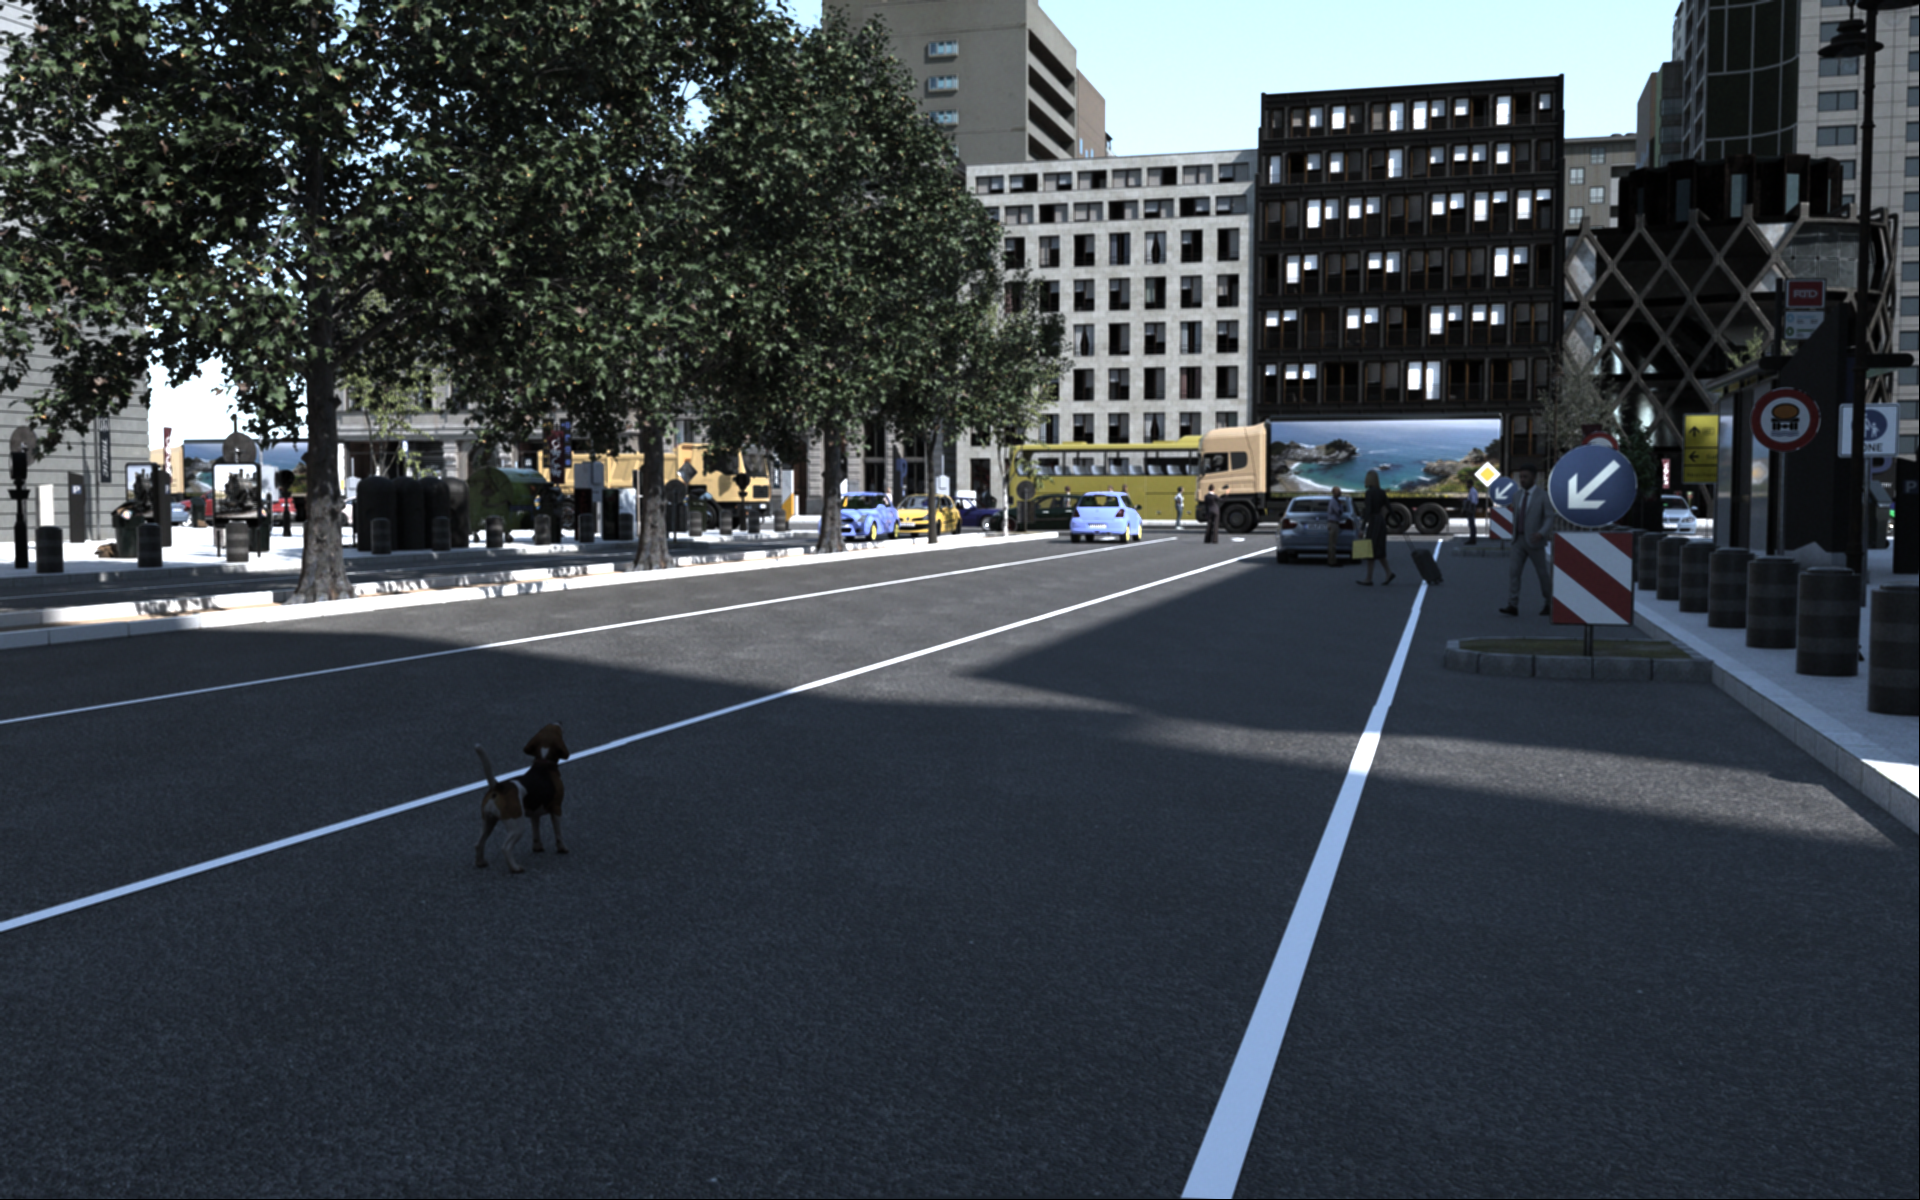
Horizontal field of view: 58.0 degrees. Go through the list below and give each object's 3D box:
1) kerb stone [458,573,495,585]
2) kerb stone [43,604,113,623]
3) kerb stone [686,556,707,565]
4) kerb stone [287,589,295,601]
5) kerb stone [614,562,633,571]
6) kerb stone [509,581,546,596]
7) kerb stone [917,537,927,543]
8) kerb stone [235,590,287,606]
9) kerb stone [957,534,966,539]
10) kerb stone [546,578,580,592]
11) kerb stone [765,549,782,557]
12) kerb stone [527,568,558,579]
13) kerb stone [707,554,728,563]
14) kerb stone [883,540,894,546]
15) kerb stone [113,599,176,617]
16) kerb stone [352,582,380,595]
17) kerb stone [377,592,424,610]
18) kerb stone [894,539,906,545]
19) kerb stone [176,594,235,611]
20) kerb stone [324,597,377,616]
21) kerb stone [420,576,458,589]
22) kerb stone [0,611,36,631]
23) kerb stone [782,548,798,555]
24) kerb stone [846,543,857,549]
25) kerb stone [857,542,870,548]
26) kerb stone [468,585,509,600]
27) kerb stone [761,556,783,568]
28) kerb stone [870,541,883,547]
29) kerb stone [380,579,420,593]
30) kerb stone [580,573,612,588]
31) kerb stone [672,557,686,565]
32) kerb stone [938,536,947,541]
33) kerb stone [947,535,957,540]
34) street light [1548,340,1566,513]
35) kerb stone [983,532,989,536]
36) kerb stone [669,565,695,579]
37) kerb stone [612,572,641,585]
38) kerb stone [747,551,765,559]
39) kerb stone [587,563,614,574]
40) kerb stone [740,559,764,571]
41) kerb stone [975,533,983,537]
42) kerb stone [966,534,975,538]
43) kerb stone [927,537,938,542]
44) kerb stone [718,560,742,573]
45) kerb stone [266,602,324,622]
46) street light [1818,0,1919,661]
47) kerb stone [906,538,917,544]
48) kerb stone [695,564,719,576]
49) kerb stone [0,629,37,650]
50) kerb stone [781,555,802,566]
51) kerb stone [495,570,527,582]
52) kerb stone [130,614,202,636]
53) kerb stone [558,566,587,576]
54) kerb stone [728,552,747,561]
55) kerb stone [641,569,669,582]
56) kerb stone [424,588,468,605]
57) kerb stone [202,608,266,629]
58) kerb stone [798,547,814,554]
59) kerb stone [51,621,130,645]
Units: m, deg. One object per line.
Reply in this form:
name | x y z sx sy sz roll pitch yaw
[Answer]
kerb stone | -7.730 -0.320 27.424 0.120 0.150 1.000 1 4 16
kerb stone | -10.006 0.163 19.530 0.120 0.150 1.000 1 4 16
kerb stone | -5.468 -0.804 35.333 0.120 0.150 1.000 1 4 16
kerb stone | -8.869 -0.078 23.478 0.120 0.150 1.000 1 4 16
kerb stone | -6.322 -0.621 32.367 0.120 0.150 1.000 1 4 16
kerb stone | -6.292 -0.159 24.861 0.120 0.150 1.000 1 4 16
kerb stone | -1.223 -1.710 50.148 0.120 0.150 1.000 1 4 16
kerb stone | -9.154 -0.018 22.493 0.120 0.150 1.000 1 4 16
kerb stone | -0.083 -1.951 54.099 0.120 0.150 1.000 1 4 16
kerb stone | -6.011 -0.224 25.854 0.120 0.150 1.000 1 4 16
kerb stone | -4.342 -1.041 39.281 0.120 0.150 1.000 1 4 16
kerb stone | -7.173 -0.440 29.398 0.120 0.150 1.000 1 4 16
kerb stone | -5.184 -0.863 36.318 0.120 0.150 1.000 1 4 16
kerb stone | -2.068 -1.528 47.184 0.120 0.150 1.000 1 4 16
kerb stone | -9.729 0.103 20.517 0.120 0.150 1.000 1 4 16
kerb stone | -8.585 -0.139 24.463 0.120 0.150 1.000 1 4 16
kerb stone | -7.144 0.021 21.894 0.120 0.150 1.000 1 4 16
kerb stone | -1.787 -1.589 48.171 0.120 0.150 1.000 1 4 16
kerb stone | -9.431 0.042 21.506 0.120 0.150 1.000 1 4 16
kerb stone | -7.421 0.080 20.894 0.120 0.150 1.000 1 4 16
kerb stone | -8.028 -0.253 26.439 0.120 0.150 1.000 1 4 16
kerb stone | -10.287 0.226 18.541 0.120 0.150 1.000 1 4 16
kerb stone | -4.058 -1.103 40.266 0.120 0.150 1.000 1 4 16
kerb stone | -2.916 -1.347 44.221 0.120 0.150 1.000 1 4 16
kerb stone | -2.636 -1.408 45.213 0.120 0.150 1.000 1 4 16
kerb stone | -6.570 -0.100 23.867 0.120 0.150 1.000 1 4 16
kerb stone | -3.733 -0.707 33.756 0.120 0.150 1.000 1 4 16
kerb stone | -2.349 -1.467 46.197 0.120 0.150 1.000 1 4 16
kerb stone | -8.310 -0.199 25.453 0.120 0.150 1.000 1 4 16
kerb stone | -5.719 -0.283 26.839 0.120 0.150 1.000 1 4 16
kerb stone | -5.754 -0.743 34.348 0.120 0.150 1.000 1 4 16
kerb stone | -0.655 -1.831 52.126 0.120 0.150 1.000 1 4 16
kerb stone | -0.365 -1.889 53.113 0.120 0.150 1.000 1 4 16
street light | 17.924 -4.854 52.156 0.468 5.910 1.993 1 4 16
kerb stone | 0.762 -2.130 57.064 0.120 0.150 1.000 1 4 16
kerb stone | -4.869 -0.464 29.802 0.120 0.150 1.000 1 4 16
kerb stone | -5.440 -0.344 27.826 0.120 0.150 1.000 1 4 16
kerb stone | -4.624 -0.982 38.291 0.120 0.150 1.000 1 4 16
kerb stone | -6.603 -0.557 31.382 0.120 0.150 1.000 1 4 16
kerb stone | -4.014 -0.643 32.770 0.120 0.150 1.000 1 4 16
kerb stone | 0.482 -2.072 56.076 0.120 0.150 1.000 1 4 16
kerb stone | 0.200 -2.008 55.090 0.120 0.150 1.000 1 4 16
kerb stone | -0.936 -1.770 51.140 0.120 0.150 1.000 1 4 16
kerb stone | -4.297 -0.586 31.780 0.120 0.150 1.000 1 4 16
kerb stone | -7.703 0.146 19.909 0.120 0.150 1.000 1 4 16
street light | 6.888 -2.472 13.208 0.468 5.910 1.993 1 4 16
kerb stone | -1.501 -1.649 49.156 0.120 0.150 1.000 1 4 16
kerb stone | -4.584 -0.521 30.790 0.120 0.150 1.000 1 4 16
kerb stone | -8.842 0.382 15.958 0.120 0.150 1.000 1 4 16
kerb stone | -3.449 -0.767 34.747 0.120 0.150 1.000 1 4 16
kerb stone | -7.453 -0.380 28.411 0.120 0.150 1.000 1 4 16
kerb stone | -8.278 0.271 17.930 0.120 0.150 1.000 1 4 16
kerb stone | -6.889 -0.501 30.383 0.120 0.150 1.000 1 4 16
kerb stone | -4.900 -0.924 37.303 0.120 0.150 1.000 1 4 16
kerb stone | -5.154 -0.405 28.811 0.120 0.150 1.000 1 4 16
kerb stone | -6.856 -0.042 22.878 0.120 0.150 1.000 1 4 16
kerb stone | -7.991 0.201 18.923 0.120 0.150 1.000 1 4 16
kerb stone | -3.772 -1.162 41.257 0.120 0.150 1.000 1 4 16
kerb stone | -8.560 0.321 16.944 0.120 0.150 1.000 1 4 16
